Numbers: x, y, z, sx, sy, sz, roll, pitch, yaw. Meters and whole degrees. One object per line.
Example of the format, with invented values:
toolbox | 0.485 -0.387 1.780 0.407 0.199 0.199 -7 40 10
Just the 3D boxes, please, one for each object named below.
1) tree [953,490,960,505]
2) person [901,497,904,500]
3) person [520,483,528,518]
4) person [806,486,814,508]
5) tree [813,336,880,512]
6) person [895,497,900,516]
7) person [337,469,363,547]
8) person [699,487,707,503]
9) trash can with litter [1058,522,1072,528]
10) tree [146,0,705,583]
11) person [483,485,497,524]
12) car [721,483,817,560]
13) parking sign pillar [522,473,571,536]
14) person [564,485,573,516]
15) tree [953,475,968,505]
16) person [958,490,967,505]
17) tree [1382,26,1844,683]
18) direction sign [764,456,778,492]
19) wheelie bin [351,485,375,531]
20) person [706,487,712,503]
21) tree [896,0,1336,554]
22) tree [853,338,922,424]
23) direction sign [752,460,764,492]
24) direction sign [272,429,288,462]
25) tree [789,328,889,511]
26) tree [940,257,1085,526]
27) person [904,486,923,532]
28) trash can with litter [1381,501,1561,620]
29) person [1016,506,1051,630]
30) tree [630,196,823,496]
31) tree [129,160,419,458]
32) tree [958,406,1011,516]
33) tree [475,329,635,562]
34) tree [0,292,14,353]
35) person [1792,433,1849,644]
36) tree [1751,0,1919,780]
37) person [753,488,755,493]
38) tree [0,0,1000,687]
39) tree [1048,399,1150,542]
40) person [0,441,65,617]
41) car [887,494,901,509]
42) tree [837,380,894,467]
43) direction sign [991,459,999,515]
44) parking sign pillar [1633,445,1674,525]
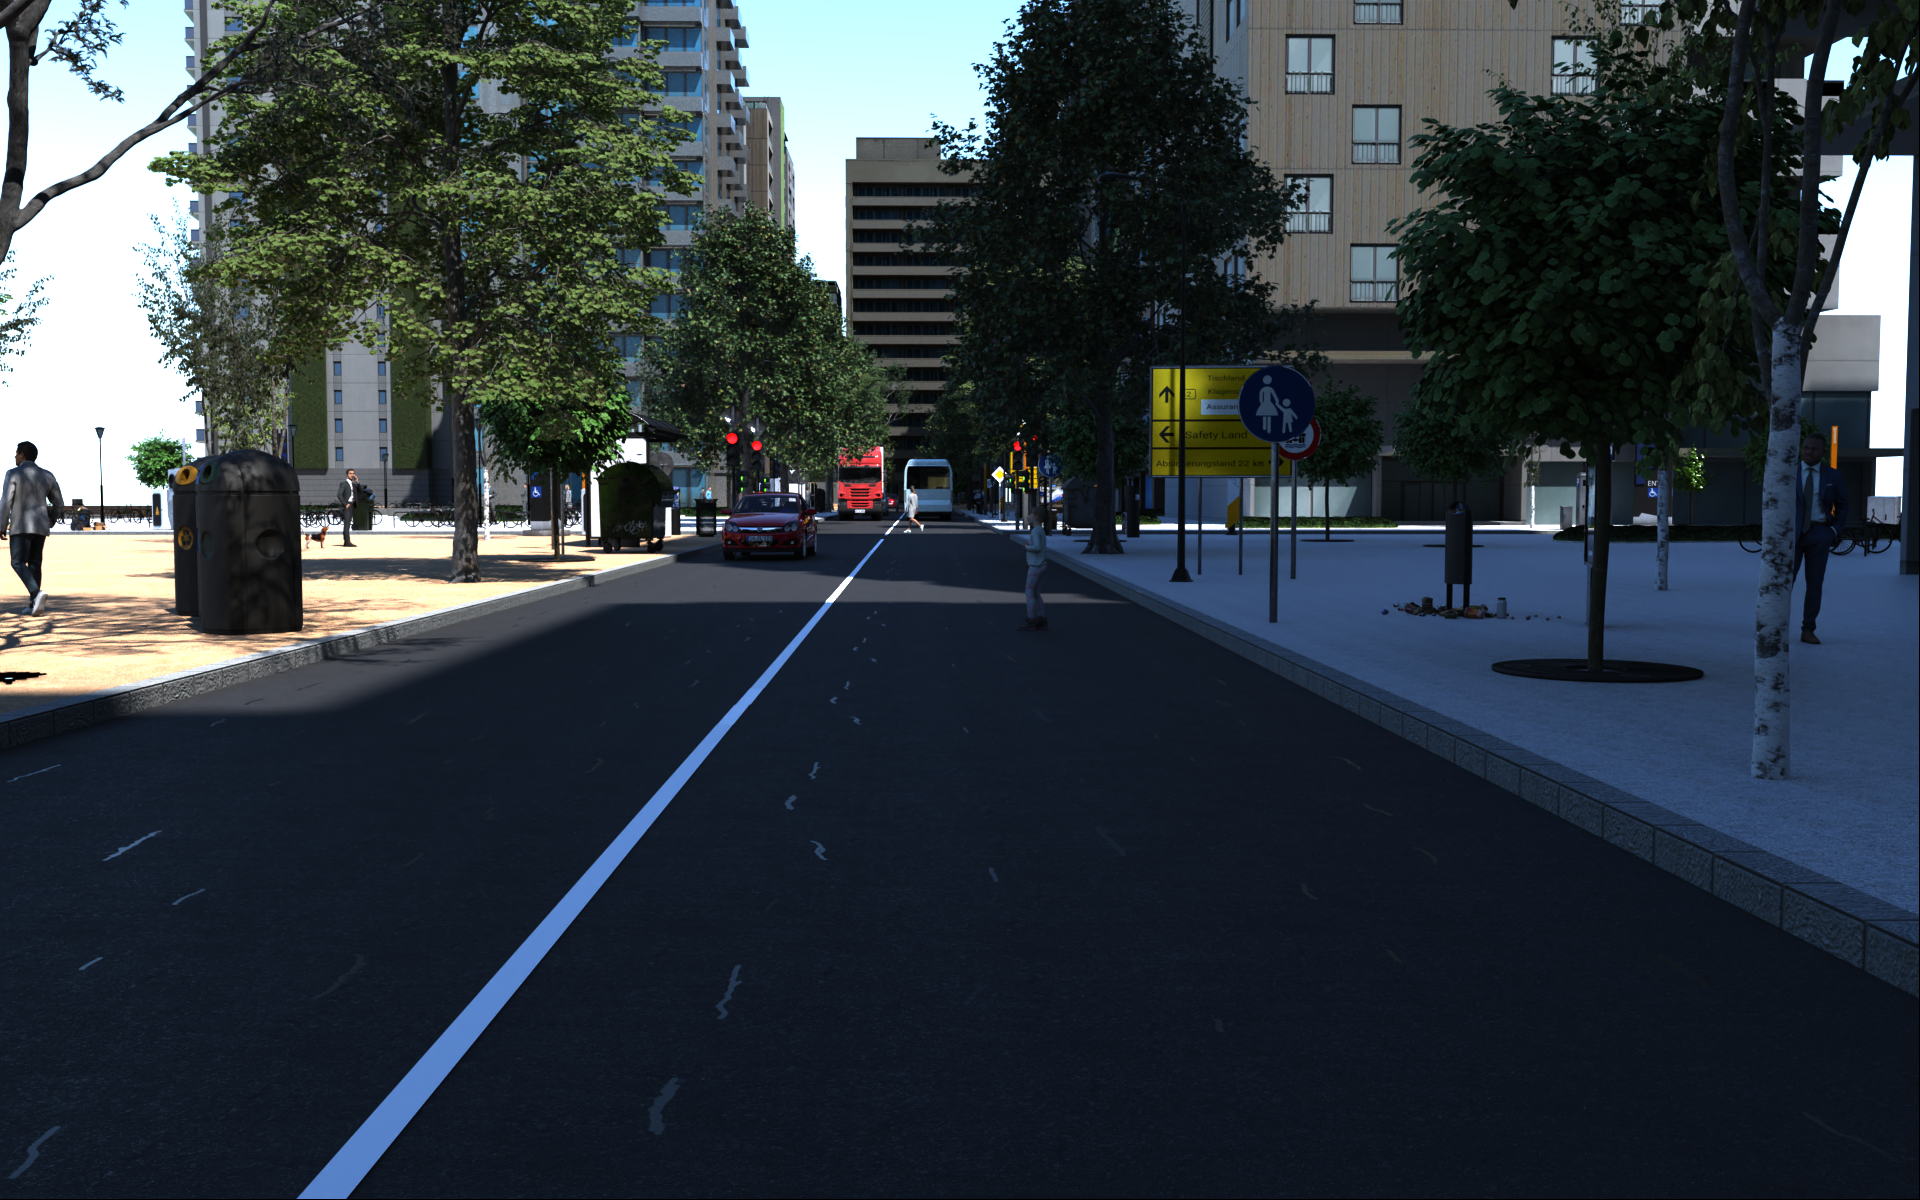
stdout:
tree | -0.549 -12.975 206.738 1.663 3.219 1.824 0 3 0
person | -4.311 -8.019 140.287 0.721 1.739 1.217 3 5 41
person | -21.814 -4.948 86.744 0.447 1.846 0.655 1 4 22
person | -9.443 -6.214 108.000 0.716 1.782 0.532 -1 4 -11
tree | -9.141 -12.447 121.642 7.486 12.596 7.792 0 3 0
person | -4.126 -6.196 114.493 0.332 1.250 0.352 -3 5 -43
person | -14.862 -2.255 42.272 0.474 1.900 0.648 0 4 2
person | -19.952 -7.877 134.799 0.622 1.834 0.822 -1 4 -15
trash can with litter | 4.096 -3.395 66.560 1.678 1.210 2.233 1 4 16
tree | -7.540 -6.544 25.123 7.486 12.596 7.792 0 3 0
person | -20.382 -4.238 75.134 0.655 1.846 0.447 1 4 12
car | -4.270 -1.843 39.179 2.155 1.783 4.494 0 4 0
parking sign pillar | -12.704 -3.954 53.119 1.447 3.967 1.447 1 4 14
person | -21.564 -5.455 95.416 0.709 1.800 0.728 3 4 37
tree | -0.182 -13.090 197.734 4.285 4.588 4.351 0 3 0
person | 0.358 -12.408 208.908 1.348 1.824 0.705 0 4 -4
tree | 4.515 -1.746 12.268 4.285 4.588 4.351 0 3 0
direction sign | -9.315 -5.796 86.769 0.379 3.537 0.876 -2 4 -34
wheelie bin | -20.918 -3.230 60.710 0.693 1.594 0.980 0 4 8
person | -18.121 -7.256 124.701 0.620 1.820 0.660 1 4 17
tree | 3.148 -7.351 37.189 9.611 12.733 9.660 0 3 0
tree | -10.886 -21.539 208.050 12.611 20.169 13.585 0 3 0
direction sign | -10.297 -5.838 87.442 0.876 3.537 0.379 -1 4 -15
direction sign | -23.702 -4.185 60.421 0.876 3.537 0.379 3 4 36
tree | -10.118 -13.832 132.804 9.857 13.997 8.962 0 3 0
tree | 2.903 -9.280 69.851 7.486 12.596 7.792 0 3 0
person | -1.726 -3.381 64.526 0.760 1.731 0.466 0 4 7
trash can with litter | 5.319 -0.461 18.602 1.678 1.210 2.233 0 4 -4
person | 0.776 -0.336 18.278 0.394 1.301 0.425 0 4 -7
tree | -8.345 -9.169 66.913 9.611 12.733 9.660 0 3 0
tree | -14.237 -5.206 35.475 4.360 8.622 3.978 0 3 0
tree | 2.570 -9.184 100.520 4.360 8.622 3.978 0 3 0
tree | -7.711 -3.026 33.197 4.285 4.588 4.351 0 3 0
tree | -29.324 -7.816 45.924 7.486 12.596 7.792 0 3 0
person | 7.268 -0.533 14.933 0.721 1.800 0.419 1 4 15
tree | 3.908 -3.502 7.625 4.737 8.622 4.395 0 3 0
person | -17.050 -8.333 142.297 1.348 1.824 0.705 0 4 -2
tree | -6.894 -6.191 11.601 12.009 13.543 11.850 0 3 0
tree | 3.811 -3.856 46.753 4.285 4.588 4.351 0 3 0
person | -9.768 -0.757 18.274 0.795 1.843 0.661 2 4 34
car | -6.945 -9.944 171.630 2.155 1.783 4.494 0 4 -3
tree | -9.496 -13.559 147.439 9.928 11.665 9.643 0 3 0
direction sign | 2.168 -7.000 106.446 0.379 3.537 0.876 -2 4 -35
parking sign pillar | 25.170 -4.548 62.838 1.447 3.967 1.447 2 4 25
